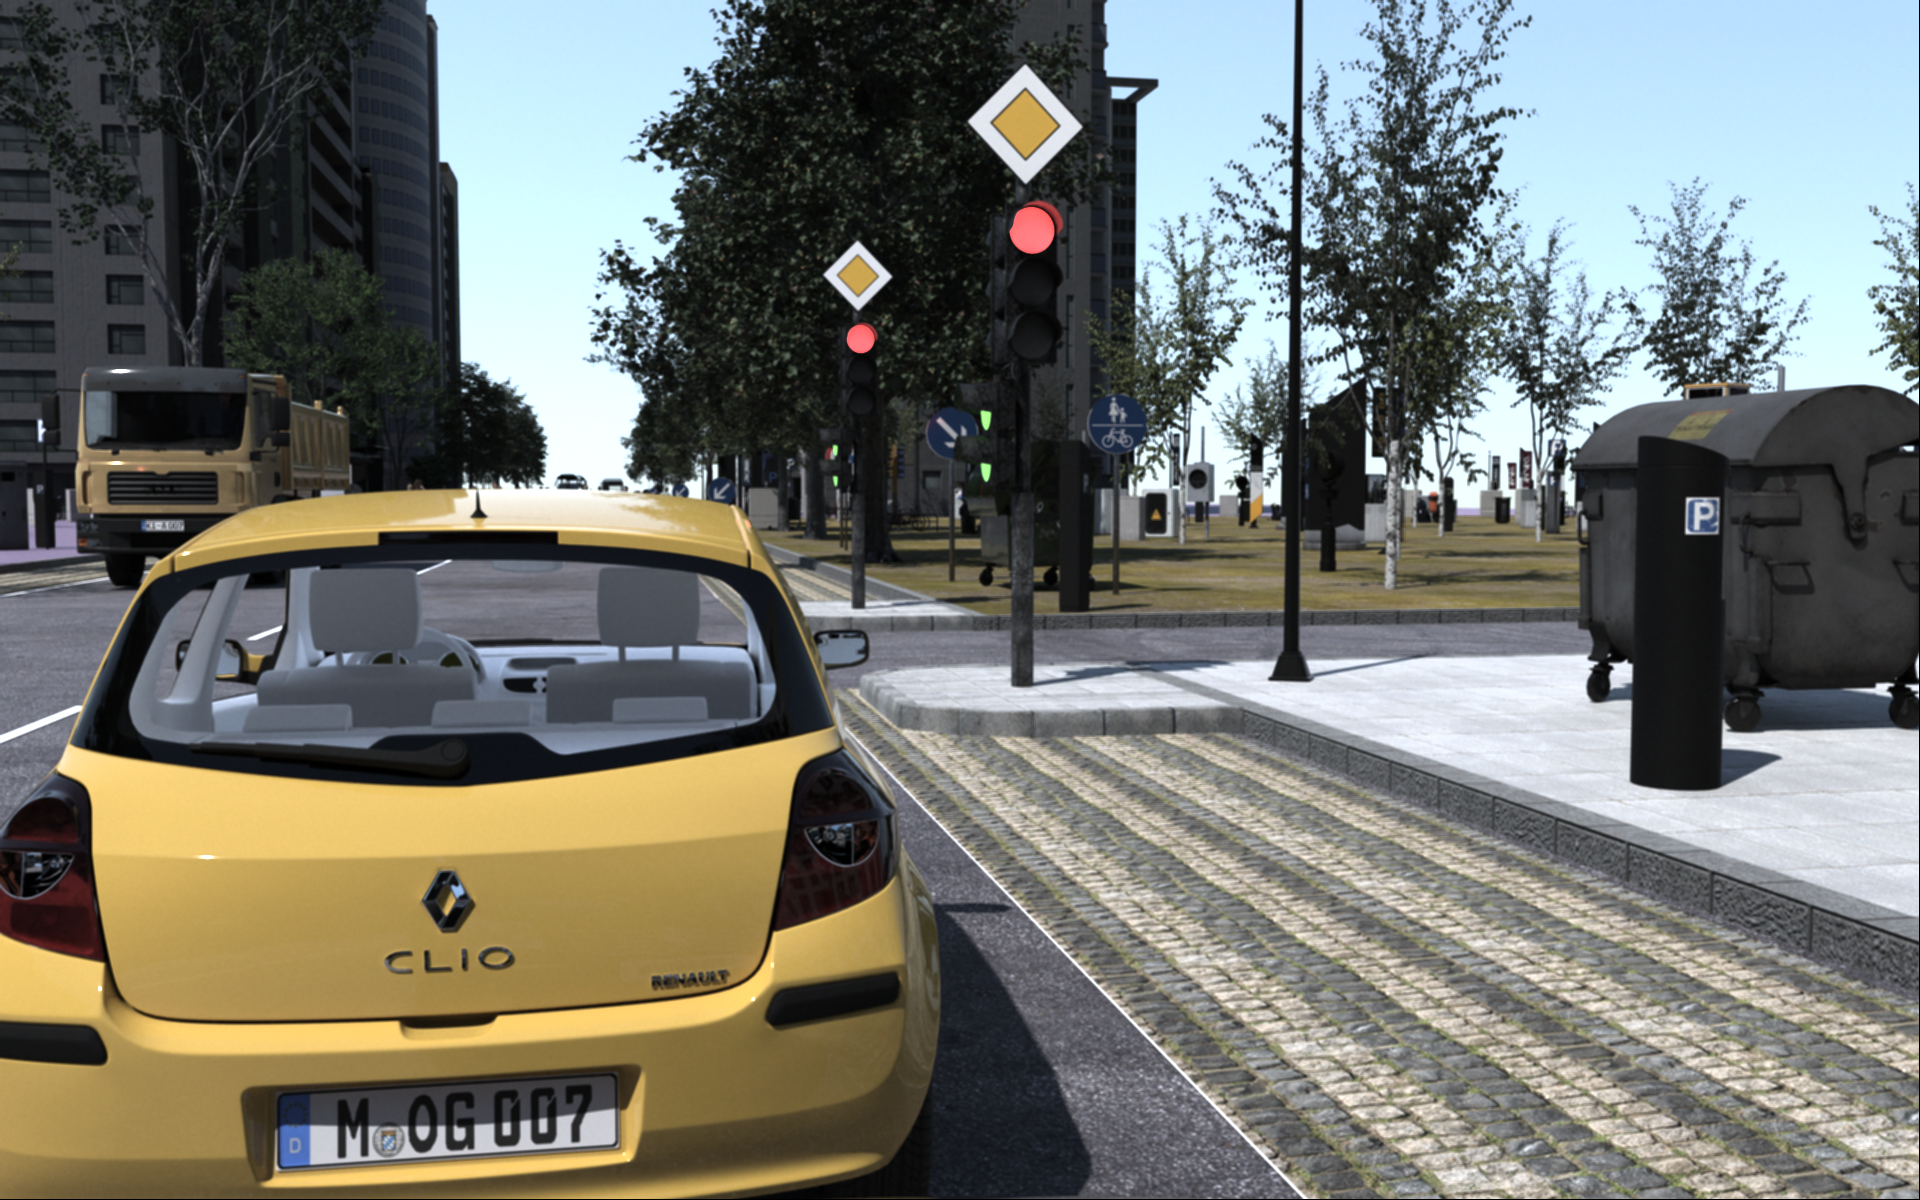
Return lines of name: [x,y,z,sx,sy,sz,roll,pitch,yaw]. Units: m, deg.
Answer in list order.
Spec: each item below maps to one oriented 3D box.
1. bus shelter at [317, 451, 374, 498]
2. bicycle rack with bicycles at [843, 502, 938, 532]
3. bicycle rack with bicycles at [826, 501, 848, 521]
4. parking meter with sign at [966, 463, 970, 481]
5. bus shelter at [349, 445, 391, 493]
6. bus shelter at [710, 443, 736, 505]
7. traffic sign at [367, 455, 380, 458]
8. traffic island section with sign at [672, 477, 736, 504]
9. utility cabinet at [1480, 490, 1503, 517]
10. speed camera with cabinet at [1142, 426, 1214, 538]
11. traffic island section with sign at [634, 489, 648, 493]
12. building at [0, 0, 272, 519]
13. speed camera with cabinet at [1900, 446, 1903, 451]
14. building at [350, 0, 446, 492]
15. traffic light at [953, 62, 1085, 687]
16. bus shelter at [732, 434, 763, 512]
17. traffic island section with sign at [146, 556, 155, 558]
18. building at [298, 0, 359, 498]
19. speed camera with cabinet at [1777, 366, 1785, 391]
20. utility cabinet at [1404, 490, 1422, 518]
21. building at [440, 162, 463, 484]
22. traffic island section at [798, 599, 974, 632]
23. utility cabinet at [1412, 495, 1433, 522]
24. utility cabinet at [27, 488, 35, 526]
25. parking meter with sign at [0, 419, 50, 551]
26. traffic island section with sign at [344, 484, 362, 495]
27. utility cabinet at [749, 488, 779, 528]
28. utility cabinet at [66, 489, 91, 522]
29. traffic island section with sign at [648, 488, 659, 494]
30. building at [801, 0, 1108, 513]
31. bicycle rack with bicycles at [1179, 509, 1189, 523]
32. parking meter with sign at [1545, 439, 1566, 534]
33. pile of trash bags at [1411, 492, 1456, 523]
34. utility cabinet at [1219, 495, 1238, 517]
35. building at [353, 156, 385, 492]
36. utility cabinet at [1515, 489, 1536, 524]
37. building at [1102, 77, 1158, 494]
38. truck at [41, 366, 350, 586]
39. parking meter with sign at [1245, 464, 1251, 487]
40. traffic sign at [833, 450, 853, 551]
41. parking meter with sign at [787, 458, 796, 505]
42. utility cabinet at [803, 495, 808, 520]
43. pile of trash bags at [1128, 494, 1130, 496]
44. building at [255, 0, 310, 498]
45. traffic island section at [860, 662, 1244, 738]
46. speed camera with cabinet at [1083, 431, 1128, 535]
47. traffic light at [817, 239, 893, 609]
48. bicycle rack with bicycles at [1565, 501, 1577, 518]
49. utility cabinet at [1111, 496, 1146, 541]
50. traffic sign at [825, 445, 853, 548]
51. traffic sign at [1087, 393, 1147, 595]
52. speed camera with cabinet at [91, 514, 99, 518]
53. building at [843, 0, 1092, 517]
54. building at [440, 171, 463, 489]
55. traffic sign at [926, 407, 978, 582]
bus shelter: [-28.464,-5.264,79.998,2.014,3.302,5.546,-1,4,-11]
bicycle rack with bicycles: [-2.135,-2.821,59.500,2.925,0.926,2.852,-1,4,-23]
bicycle rack with bicycles: [-5.803,-4.300,83.682,2.925,0.926,2.852,-1,4,-18]
parking meter with sign: [1.249,-6.120,96.329,1.738,3.016,0.543,1,4,16]
bus shelter: [-29.598,-5.805,86.196,1.731,3.624,6.357,-1,4,-11]
bus shelter: [-10.913,-5.601,82.864,1.731,3.624,6.357,-1,4,-11]
traffic sign: [-31.278,-5.875,89.936,2.265,3.308,0.079,0,4,-8]
traffic island section with sign: [-5.888,-2.025,41.738,1.989,1.847,2.006,-1,4,-11]
utility cabinet: [29.558,-5.363,96.364,1.173,1.500,0.318,1,4,16]
speed camera with cabinet: [6.344,-3.432,50.442,2.038,3.252,0.660,2,4,25]
traffic island section with sign: [-26.159,-8.274,143.905,1.989,1.847,2.006,-1,4,-11]
building: [-46.275,-19.767,94.892,14.160,30.474,14.107,-1,4,-11]
speed camera with cabinet: [31.103,-3.939,58.745,2.038,3.252,0.660,2,4,31]
building: [-69.253,-39.648,190.247,21.231,58.520,28.212,-1,4,-11]
traffic light: [0.397,-1.378,11.456,0.839,4.253,0.868,-1,4,-11]
bus shelter: [-8.758,-5.956,75.009,2.179,5.291,8.768,-1,4,-11]
traffic island section with sign: [-17.821,-1.881,39.380,1.989,1.847,2.006,-1,4,-11]
building: [-56.497,-30.672,125.185,21.300,48.544,21.600,-1,4,-11]
speed camera with cabinet: [13.284,-2.022,27.388,2.038,3.252,0.660,-2,4,-24]
utility cabinet: [24.133,-5.139,92.700,0.318,1.500,1.173,-3,5,-43]
building: [-73.110,-35.256,226.551,14.600,45.320,14.200,-1,4,-11]
traffic island section: [-1.115,0.176,19.410,2.009,0.180,2.903,-1,4,-11]
utility cabinet: [21.596,-4.251,80.673,1.020,1.237,0.306,-1,4,-16]
utility cabinet: [-36.216,-3.642,68.224,1.173,1.500,0.318,2,4,28]
parking meter with sign: [-21.765,-2.649,39.567,0.543,3.016,1.738,3,5,42]
traffic island section with sign: [-23.081,-3.503,65.903,1.989,1.847,2.006,-1,4,-11]
utility cabinet: [-7.230,-3.398,64.237,1.173,1.500,0.318,-1,4,-16]
utility cabinet: [-40.486,-4.341,79.661,0.318,1.500,1.173,2,4,26]
traffic island section with sign: [-11.130,-3.642,68.180,1.989,1.847,2.006,-1,4,-11]
building: [-1.088,-35.678,125.328,21.231,58.520,28.212,-1,4,-11]
bicycle rack with bicycles: [8.757,-3.819,75.823,2.852,0.926,2.925,2,4,23]
parking meter with sign: [19.214,-3.656,56.043,0.543,3.016,1.738,1,4,14]
pile of trash bags: [21.146,-4.134,77.351,1.912,1.369,3.447,1,4,14]
utility cabinet: [15.187,-5.299,97.804,1.020,1.237,0.306,1,4,20]
building: [-56.468,-22.800,144.483,14.160,30.474,14.107,-1,4,-11]
utility cabinet: [23.926,-3.952,73.293,1.173,1.500,0.318,-3,5,-42]
building: [-1.402,-28.187,152.746,32.217,40.220,23.993,-1,4,-11]
truck: [-12.470,-2.049,29.423,3.469,3.379,9.791,-1,4,-10]
parking meter with sign: [16.464,-6.222,97.995,0.543,3.016,1.738,0,4,5]
traffic sign: [-2.582,-2.271,39.258,0.606,2.300,0.079,0,4,-7]
parking meter with sign: [-8.471,-5.438,85.172,0.543,3.016,1.738,-1,4,-15]
utility cabinet: [-7.456,-4.677,87.627,1.020,1.237,0.306,-3,5,-44]
pile of trash bags: [8.517,-4.539,83.959,3.447,1.369,1.912,0,4,4]
building: [-49.656,-25.995,108.605,14.154,41.232,14.086,-1,4,-11]
traffic island section: [0.439,0.655,11.578,2.009,0.180,2.903,-1,4,-11]
speed camera with cabinet: [4.335,-3.686,54.609,2.038,3.252,0.660,-2,4,-34]
traffic light: [-1.157,-1.857,19.289,0.839,4.253,0.868,-1,4,-11]
bicycle rack with bicycles: [32.013,-4.867,92.953,2.925,0.926,2.852,2,4,31]
utility cabinet: [4.683,-2.262,48.140,1.020,1.237,0.306,3,5,44]
traffic sign: [-2.835,-2.531,41.485,0.768,2.556,0.104,0,4,-5]
traffic sign: [1.989,-1.340,22.009,0.768,2.556,0.104,0,4,-4]
speed camera with cabinet: [-33.184,-4.518,68.203,2.038,3.252,0.660,1,4,8]
building: [-0.574,-25.701,103.799,14.154,41.232,14.086,-1,4,-11]
building: [-69.209,-32.337,212.302,14.154,41.232,14.086,-1,4,-11]
traffic sign: [-0.116,-1.544,25.355,0.768,2.556,0.104,0,4,-2]
